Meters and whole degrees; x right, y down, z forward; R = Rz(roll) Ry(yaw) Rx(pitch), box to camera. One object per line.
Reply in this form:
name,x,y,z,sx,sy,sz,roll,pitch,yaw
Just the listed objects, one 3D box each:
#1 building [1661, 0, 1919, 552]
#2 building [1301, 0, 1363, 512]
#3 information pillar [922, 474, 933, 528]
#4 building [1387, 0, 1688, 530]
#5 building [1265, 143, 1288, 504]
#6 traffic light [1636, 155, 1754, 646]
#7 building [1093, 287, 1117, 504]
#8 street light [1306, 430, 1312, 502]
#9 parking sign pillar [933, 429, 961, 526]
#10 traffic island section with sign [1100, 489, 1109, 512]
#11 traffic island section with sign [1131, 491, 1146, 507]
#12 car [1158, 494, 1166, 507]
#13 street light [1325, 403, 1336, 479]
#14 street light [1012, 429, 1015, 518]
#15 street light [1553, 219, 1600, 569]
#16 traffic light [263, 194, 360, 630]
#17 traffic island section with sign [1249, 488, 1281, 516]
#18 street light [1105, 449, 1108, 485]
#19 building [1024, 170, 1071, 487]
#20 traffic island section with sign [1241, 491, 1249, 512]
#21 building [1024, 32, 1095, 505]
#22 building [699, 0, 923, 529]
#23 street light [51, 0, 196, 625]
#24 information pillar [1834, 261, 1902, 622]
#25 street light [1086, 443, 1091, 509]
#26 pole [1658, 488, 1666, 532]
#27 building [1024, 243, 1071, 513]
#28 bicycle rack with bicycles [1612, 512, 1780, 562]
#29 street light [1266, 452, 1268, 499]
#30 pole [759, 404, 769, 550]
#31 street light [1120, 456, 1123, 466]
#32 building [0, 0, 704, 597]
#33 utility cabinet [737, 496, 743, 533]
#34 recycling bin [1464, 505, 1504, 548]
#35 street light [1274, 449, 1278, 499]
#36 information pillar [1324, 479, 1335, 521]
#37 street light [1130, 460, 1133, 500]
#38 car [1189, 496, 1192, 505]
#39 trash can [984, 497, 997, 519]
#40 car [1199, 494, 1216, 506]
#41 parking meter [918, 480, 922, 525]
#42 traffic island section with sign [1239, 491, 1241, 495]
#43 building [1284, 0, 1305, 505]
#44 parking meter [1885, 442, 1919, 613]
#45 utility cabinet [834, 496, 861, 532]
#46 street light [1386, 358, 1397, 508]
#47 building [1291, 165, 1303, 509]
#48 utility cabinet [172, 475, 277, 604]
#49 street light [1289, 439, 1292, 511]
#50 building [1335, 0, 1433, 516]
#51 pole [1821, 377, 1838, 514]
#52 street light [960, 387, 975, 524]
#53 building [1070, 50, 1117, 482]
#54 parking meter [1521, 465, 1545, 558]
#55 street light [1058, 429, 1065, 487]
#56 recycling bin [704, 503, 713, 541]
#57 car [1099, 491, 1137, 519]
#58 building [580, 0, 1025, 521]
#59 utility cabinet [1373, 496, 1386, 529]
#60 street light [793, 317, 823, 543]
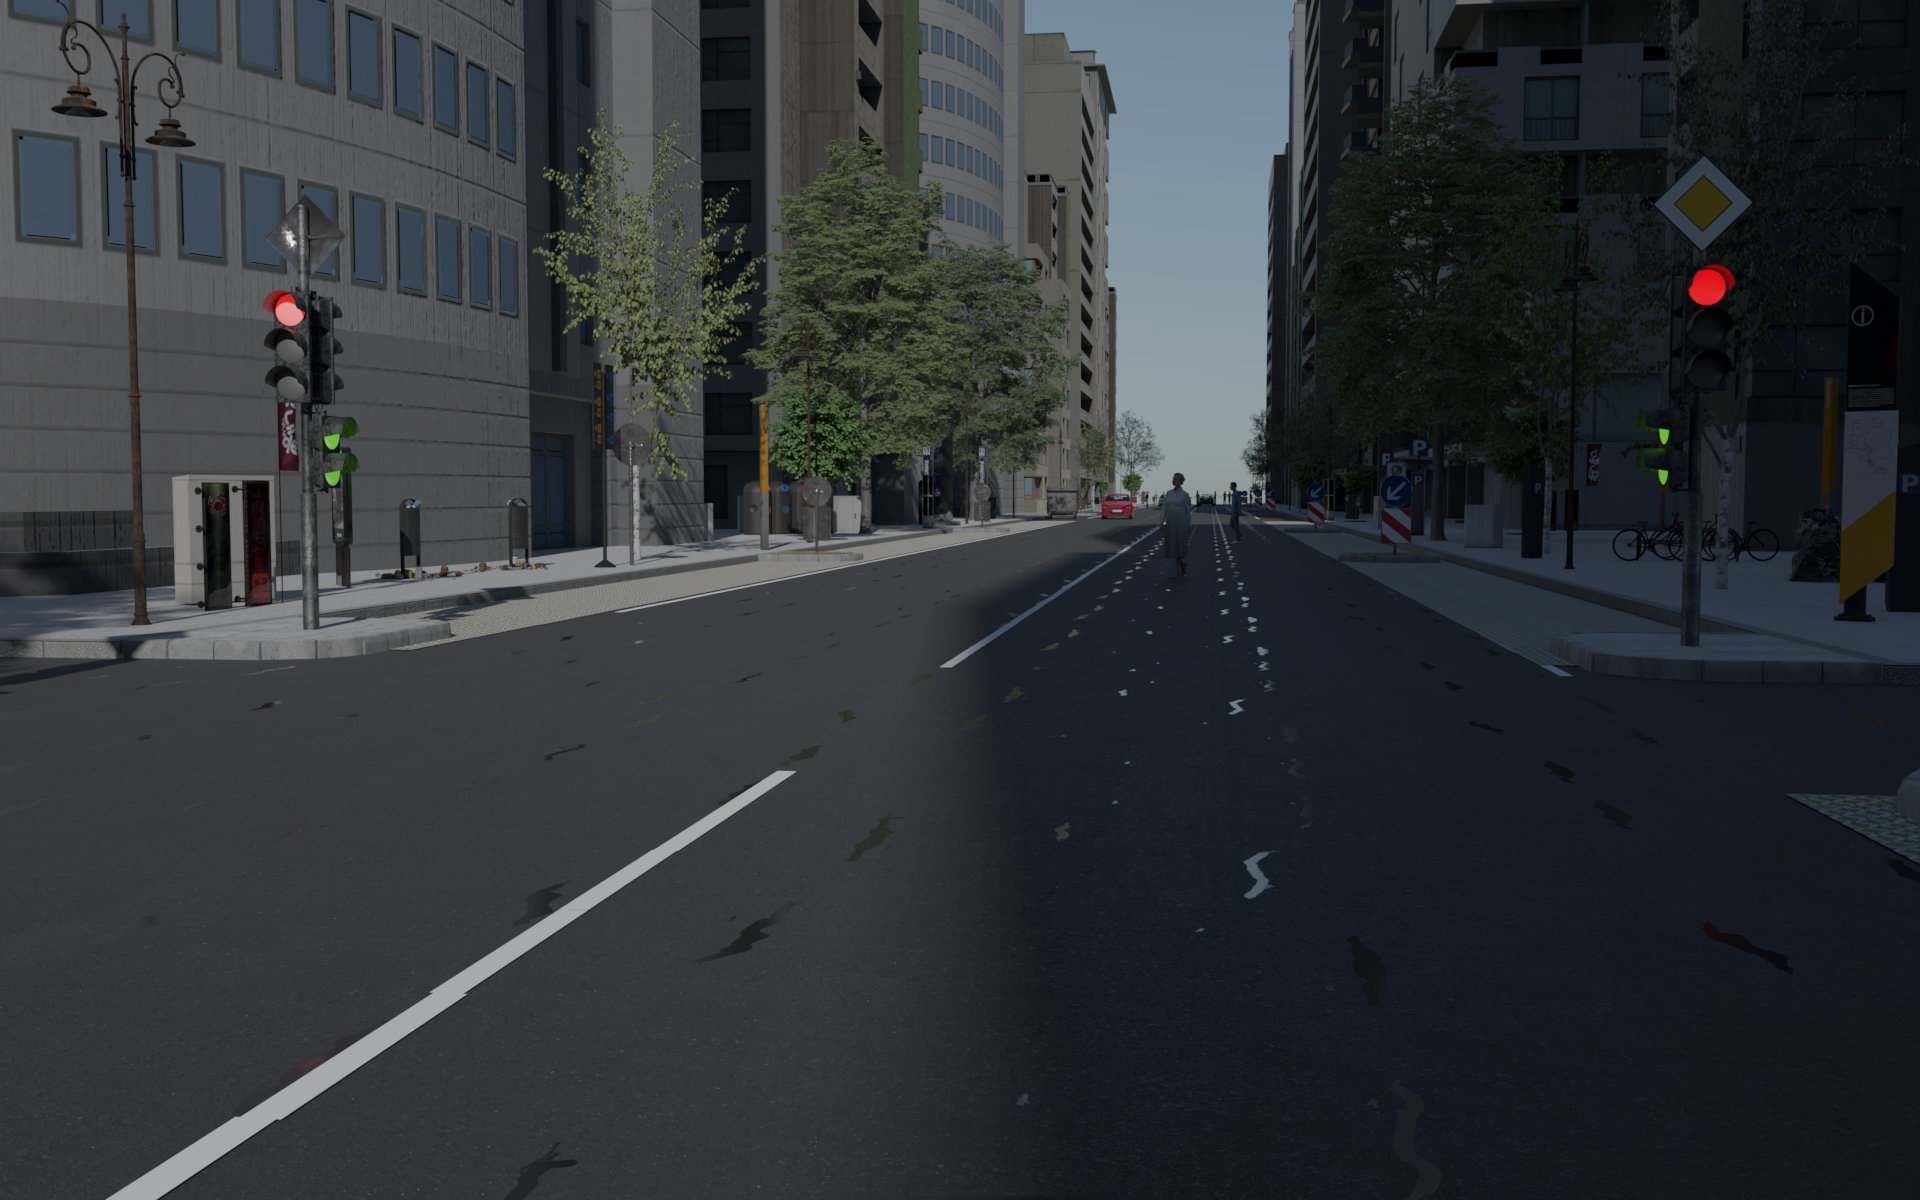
building,25.436,-16.629,43.590,14.160,30.474,14.107,1,4,8
building,38.017,-31.247,134.593,21.300,48.544,21.600,1,4,8
information pillar,-1.208,-3.702,65.022,0.304,2.012,0.304,3,5,39
building,33.035,-29.524,71.953,28.713,52.752,27.495,1,4,8
building,52.544,-37.303,233.599,21.300,48.544,21.600,1,4,8
traffic light,6.156,-1.567,14.539,0.839,4.253,0.868,1,4,8
building,13.645,-28.216,233.033,14.160,30.474,14.107,1,4,8
street light,21.410,-8.142,105.911,0.468,5.910,1.993,1,4,8
parking sign pillar,-0.693,-5.041,70.886,1.447,3.967,1.447,1,4,19
traffic island section with sign,11.972,-8.158,142.018,1.989,1.847,2.006,1,4,8
traffic island section with sign,19.888,-11.512,196.847,1.989,1.847,2.006,1,4,8
car,23.501,-11.449,196.983,2.009,1.686,4.222,1,4,10
street light,18.727,-7.030,87.727,0.468,5.910,1.993,1,4,8
street light,2.877,-7.327,92.590,0.468,5.910,1.993,1,4,8
street light,10.402,-3.462,29.386,0.468,5.910,1.993,1,4,8
traffic light,-6.130,-1.674,16.291,0.839,4.253,0.868,1,4,8
traffic island section with sign,19.989,-6.349,112.428,1.989,1.847,2.006,1,4,8
street light,14.758,-12.371,175.059,0.468,5.910,1.993,1,4,8
building,2.383,-23.534,156.484,14.160,30.474,14.107,1,4,8
traffic island section with sign,23.957,-8.027,139.877,1.989,1.847,2.006,1,4,8
building,3.202,-34.507,187.890,21.300,48.544,21.600,1,4,8
building,-9.530,-18.179,68.927,14.160,30.474,14.107,1,4,8
street light,-8.032,-2.693,16.812,0.468,5.910,1.993,1,4,8
information pillar,9.097,-1.589,17.331,0.504,3.616,0.183,3,5,43
street light,11.093,-10.853,150.236,0.468,5.910,1.993,1,4,8
pole,23.915,-3.982,58.944,0.158,3.312,0.155,0,3,0
building,-6.286,-17.788,135.880,27.650,21.520,28.899,1,4,8
bicycle rack with bicycles,14.258,-1.232,33.533,2.925,0.926,2.852,2,4,24
street light,33.043,-13.063,186.371,0.468,5.910,1.993,1,4,8
pole,-4.470,-2.793,39.515,0.158,3.312,0.155,0,3,0
street light,18.960,-14.140,203.982,0.468,5.910,1.993,1,4,8
building,-19.262,-29.998,32.463,21.231,58.520,28.212,1,4,8
utility cabinet,-6.907,-2.858,57.894,1.020,1.237,0.306,-2,4,-25
recycling bin,12.509,-1.761,41.346,0.722,1.027,0.722,3,4,36
street light,29.815,-11.698,164.052,0.468,5.910,1.993,1,4,8
information pillar,17.937,-4.851,83.807,0.304,2.012,0.304,0,4,-1
street light,23.100,-15.926,233.169,0.468,5.910,1.993,1,4,8
car,29.116,-13.039,224.993,2.131,1.459,4.920,0,4,8
trash can,1.560,-4.750,89.323,0.748,1.137,0.748,0,3,0
car,29.772,-12.067,209.098,2.131,1.459,4.920,1,4,10
parking meter,-1.593,-4.094,72.646,0.255,1.863,0.399,-1,4,-15
traffic island section with sign,31.841,-11.362,194.388,1.989,1.847,2.006,1,4,8
building,49.876,-40.709,207.598,21.231,58.520,28.212,1,4,8
parking meter,10.288,-0.804,18.851,0.399,1.863,0.255,1,4,20
utility cabinet,-3.765,-2.885,58.330,1.020,1.237,0.306,-3,4,-38
street light,14.538,-5.237,58.415,0.468,5.910,1.993,1,4,8
building,36.874,-23.340,153.314,14.160,30.474,14.107,1,4,8
utility cabinet,-8.669,-0.719,20.429,0.318,1.500,1.173,2,4,29
street light,25.729,-9.925,135.068,0.468,5.910,1.993,1,4,8
building,35.754,-27.813,109.359,22.147,44.769,28.867,1,4,8
pole,15.233,-2.234,30.362,0.158,3.312,0.155,0,3,0
street light,0.295,-6.218,74.446,0.468,5.910,1.993,1,4,8
building,4.162,-38.135,212.741,28.713,52.752,27.495,1,4,8
parking meter,11.451,-1.768,34.614,0.399,1.863,0.255,-2,4,-29
street light,7.053,-9.081,121.263,0.468,5.910,1.993,1,4,8
recycling bin,-7.249,-2.139,47.522,0.722,1.027,0.722,-3,4,-38
car,9.072,-5.534,99.524,2.155,1.783,4.494,0,4,6
building,-7.957,-34.507,106.194,21.231,58.520,28.212,1,4,8
utility cabinet,15.360,-3.195,63.408,0.306,1.237,1.020,0,4,4
street light,-3.957,-4.439,45.365,0.468,5.910,1.993,1,4,8
